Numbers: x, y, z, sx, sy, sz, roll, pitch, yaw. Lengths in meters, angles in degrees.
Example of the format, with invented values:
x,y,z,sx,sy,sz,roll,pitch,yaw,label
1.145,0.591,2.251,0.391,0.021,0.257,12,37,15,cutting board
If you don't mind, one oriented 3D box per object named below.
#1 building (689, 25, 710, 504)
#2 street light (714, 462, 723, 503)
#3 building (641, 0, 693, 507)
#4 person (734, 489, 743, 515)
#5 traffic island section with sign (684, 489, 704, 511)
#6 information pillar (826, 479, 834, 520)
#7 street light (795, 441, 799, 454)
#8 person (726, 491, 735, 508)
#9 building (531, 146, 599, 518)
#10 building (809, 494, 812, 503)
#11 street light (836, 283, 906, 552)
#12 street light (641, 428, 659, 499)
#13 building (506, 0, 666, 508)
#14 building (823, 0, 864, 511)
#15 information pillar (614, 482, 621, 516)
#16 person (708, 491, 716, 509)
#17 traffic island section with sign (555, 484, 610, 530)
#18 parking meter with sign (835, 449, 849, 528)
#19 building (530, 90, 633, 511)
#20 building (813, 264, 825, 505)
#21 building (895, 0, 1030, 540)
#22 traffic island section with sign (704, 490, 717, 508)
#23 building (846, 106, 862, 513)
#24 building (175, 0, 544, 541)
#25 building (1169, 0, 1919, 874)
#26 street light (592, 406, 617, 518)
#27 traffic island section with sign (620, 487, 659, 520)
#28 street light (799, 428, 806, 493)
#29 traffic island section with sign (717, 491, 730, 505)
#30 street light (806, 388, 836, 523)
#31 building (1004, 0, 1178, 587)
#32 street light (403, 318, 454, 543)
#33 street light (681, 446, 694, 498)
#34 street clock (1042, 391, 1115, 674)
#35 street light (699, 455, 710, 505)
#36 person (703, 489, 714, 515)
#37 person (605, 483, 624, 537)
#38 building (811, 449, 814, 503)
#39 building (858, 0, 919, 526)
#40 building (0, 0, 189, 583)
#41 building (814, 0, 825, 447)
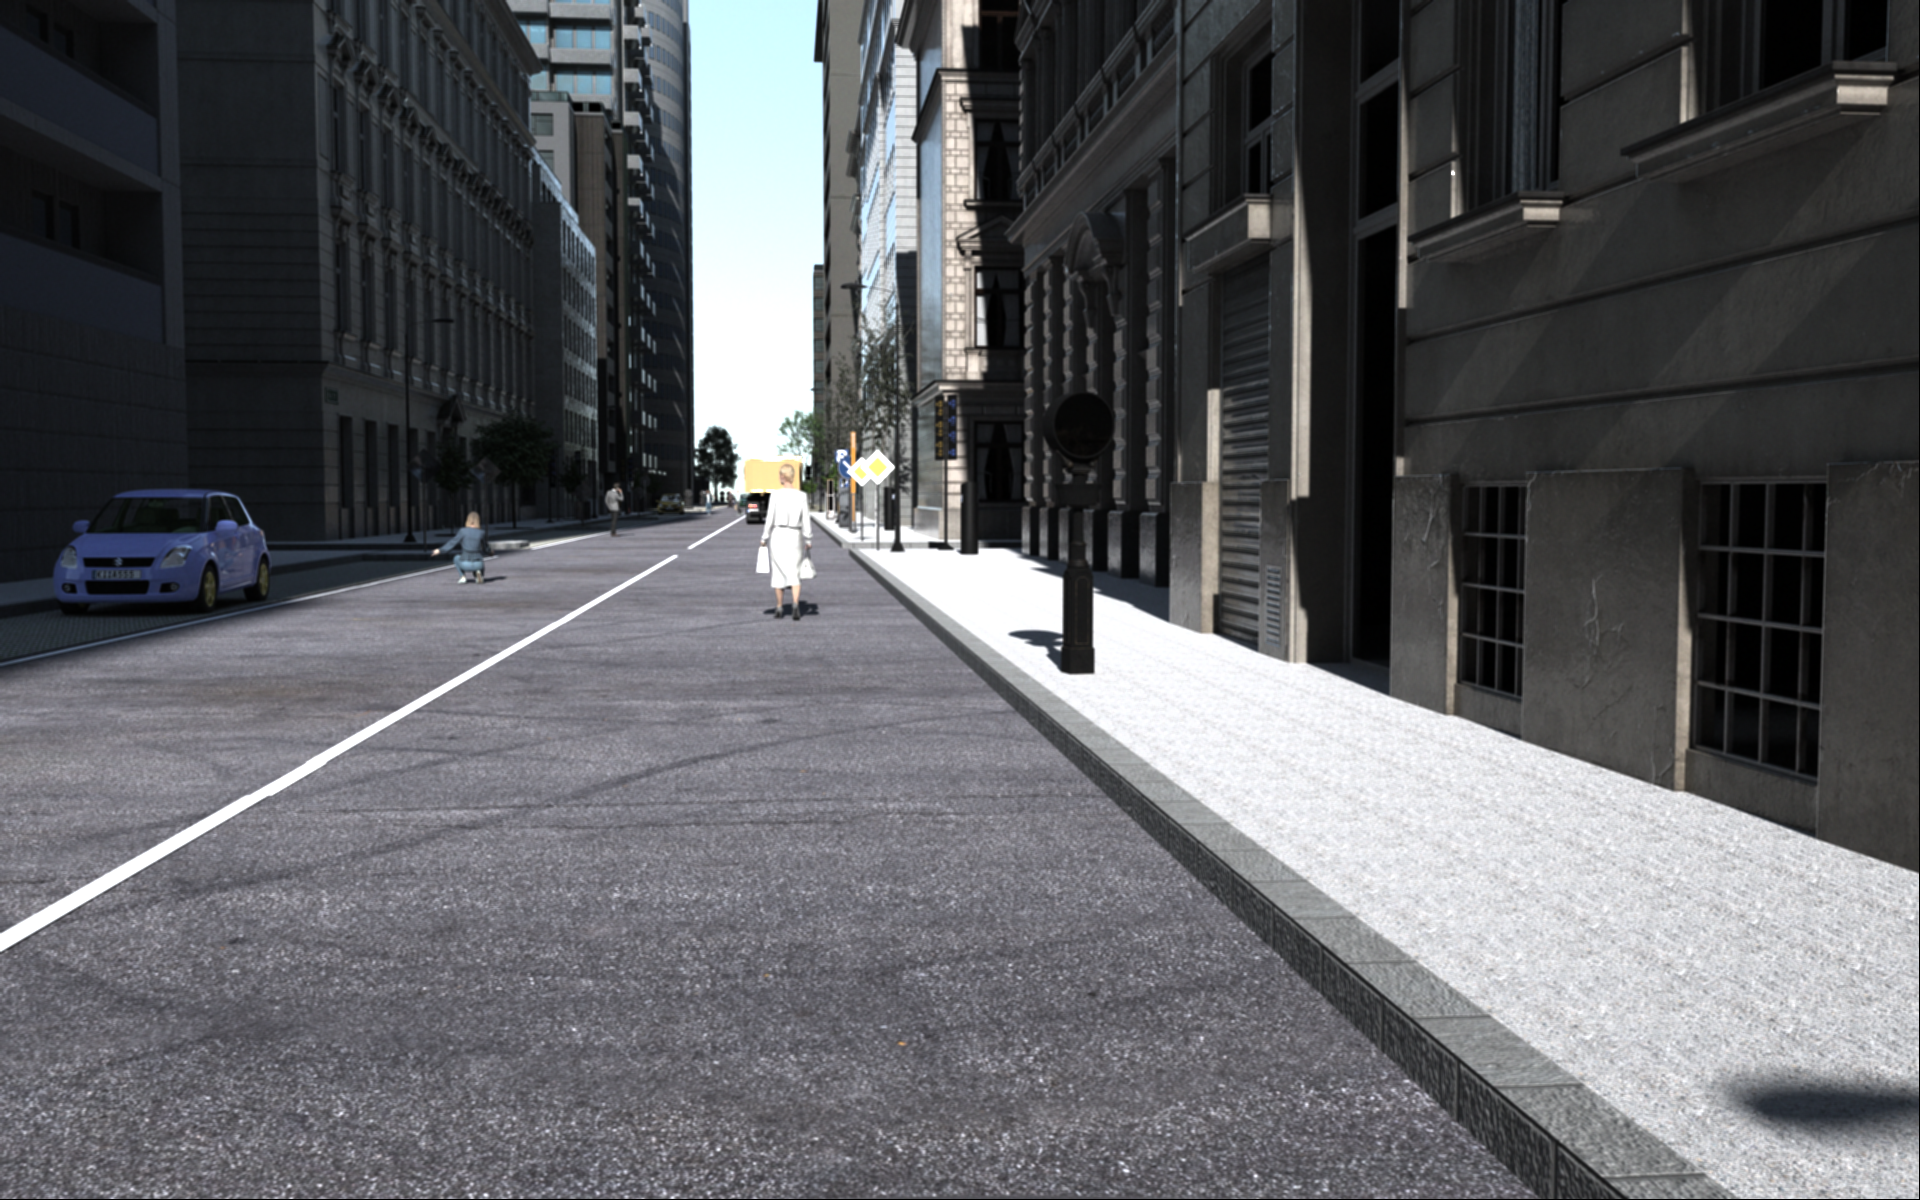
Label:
x,y,z,sx,sy,sz,roll,pitch,yaw,label
-48.030,-50.109,257.531,20.563,71.187,20.611,0,4,-6,building
-34.892,-16.964,249.902,1.470,5.913,1.316,0,4,-6,street light
-39.033,-38.916,178.280,21.231,58.520,28.212,0,4,-6,building
-15.016,-6.641,117.570,0.515,1.767,0.782,-1,4,-18,person
-22.798,-8.386,145.735,1.989,1.847,2.006,0,4,-6,traffic island section with sign
-6.506,-5.024,86.638,0.304,2.012,0.304,-1,4,-22,information pillar
-13.493,-10.968,151.869,1.470,5.913,1.316,0,4,-6,street light
-23.905,-10.476,180.336,0.990,1.755,0.434,1,4,13,person
-26.818,-14.902,98.403,10.420,20.320,16.860,0,4,-6,building
-7.807,-35.325,269.451,32.217,40.220,23.993,0,4,-6,building
-1.926,-4.023,38.323,1.470,5.913,1.316,0,4,-6,street light
-21.880,-9.139,121.958,1.470,5.913,1.316,0,4,-6,street light
-38.114,-32.378,148.983,23.786,49.044,30.456,0,4,-6,building
-0.365,-31.794,143.531,21.300,48.544,21.600,0,4,-6,building
-20.135,-5.955,101.857,0.304,2.012,0.304,2,4,27,information pillar
-23.259,-9.285,161.018,1.217,1.736,0.721,-1,4,-11,person
-14.949,-3.676,68.737,1.989,1.847,2.006,0,4,-6,traffic island section with sign
-4.490,-4.301,66.580,0.543,3.016,1.738,0,4,-7,parking meter with sign
-31.981,-21.756,127.419,14.160,30.474,14.107,0,4,-6,building
-11.519,-27.347,218.825,14.160,30.474,14.107,0,4,-6,building
7.954,-11.561,53.648,19.286,19.102,10.561,0,4,-6,building
-25.523,-10.026,172.552,1.989,1.847,2.006,0,4,-6,traffic island section with sign
0.077,-19.752,110.329,14.401,28.519,23.554,0,4,-6,building
-27.240,-17.750,66.628,17.030,29.872,44.131,0,4,-6,building
10.748,-10.388,3.128,16.112,22.955,30.059,0,4,-6,building
-18.700,-7.246,91.021,1.470,5.913,1.316,0,4,-6,street light
-17.679,-5.317,95.554,1.989,1.847,2.006,0,4,-6,traffic island section with sign
-10.307,-9.098,121.299,1.470,5.913,1.316,0,4,-6,street light
-31.071,-13.353,226.944,1.989,1.847,2.006,0,4,-6,traffic island section with sign
-5.878,-6.331,76.058,1.470,5.913,1.316,0,4,-6,street light
7.027,-12.167,27.816,11.050,23.489,19.941,0,4,-6,building
-14.045,-4.481,45.802,1.470,5.913,1.316,0,4,-6,street light
-26.391,-11.918,167.407,1.470,5.913,1.316,0,4,-6,street light
0.845,-0.477,12.371,0.471,2.002,0.358,-1,4,-17,street clock
-30.223,-14.198,204.685,1.470,5.913,1.316,0,4,-6,street light
-17.221,-6.700,118.387,0.623,1.781,0.721,-2,4,-32,person
-11.653,-3.044,58.450,0.473,1.802,0.592,-3,5,-39,person
-9.367,-56.735,240.293,22.319,86.520,31.000,0,4,-6,building
1.333,-18.690,83.082,11.434,29.767,29.804,0,4,-6,building
-28.052,-29.551,25.153,28.212,58.520,21.231,0,4,-6,building
-0.746,-36.350,183.563,28.713,52.752,27.495,0,4,-6,building
